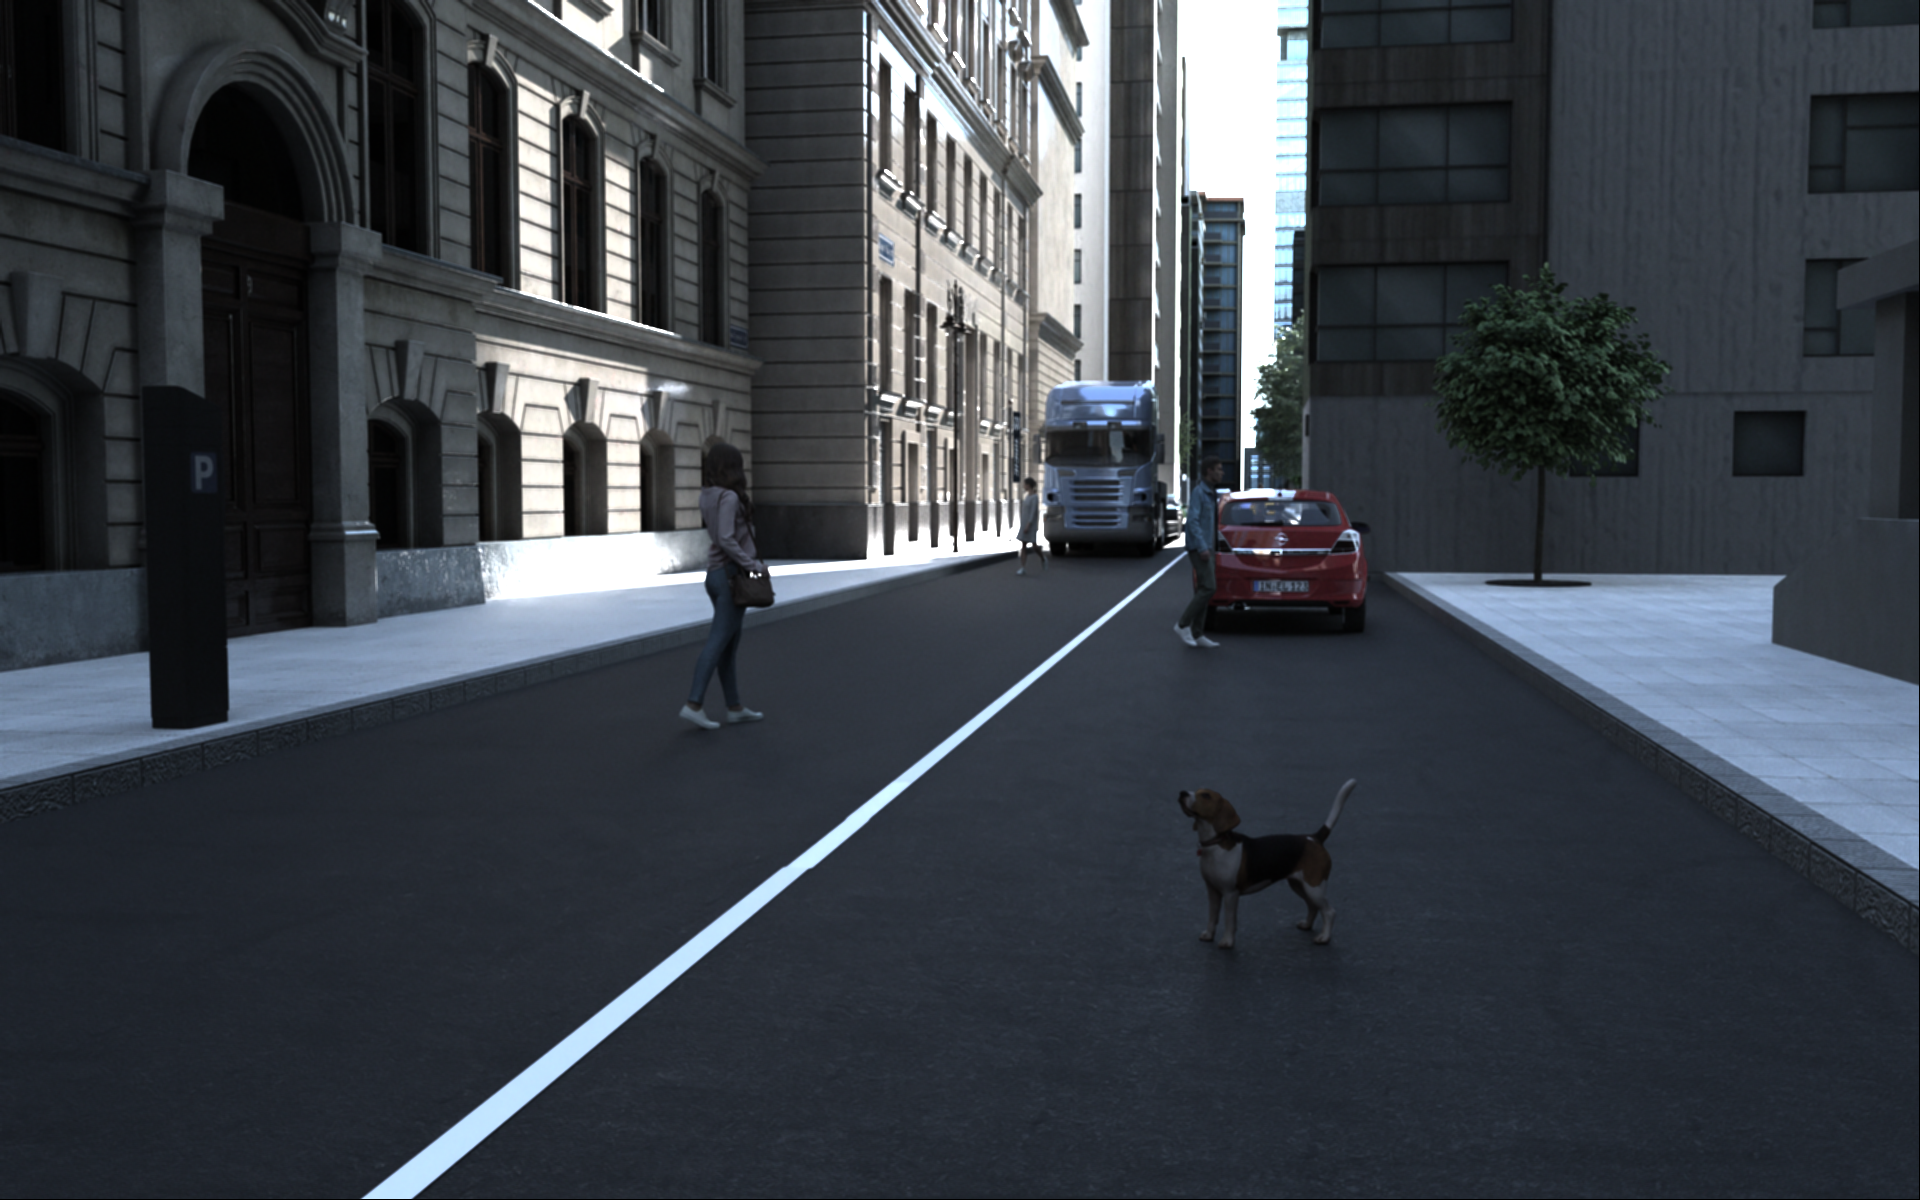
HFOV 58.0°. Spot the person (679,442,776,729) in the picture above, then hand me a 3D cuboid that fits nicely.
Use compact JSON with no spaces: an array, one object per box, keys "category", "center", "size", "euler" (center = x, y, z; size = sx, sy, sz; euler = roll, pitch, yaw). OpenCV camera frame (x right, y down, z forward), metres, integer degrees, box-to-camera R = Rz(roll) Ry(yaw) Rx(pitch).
[{"category":"person","center":[-1.486,-0.100,10.726],"size":[0.643,1.750,0.593],"euler":[-2,4,-29]}]

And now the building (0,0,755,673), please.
[{"category":"building","center":[-11.788,-12.038,15.906],"size":[14.460,24.649,34.723],"euler":[1,4,10]}]

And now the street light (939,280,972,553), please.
[{"category":"street light","center":[-0.093,-3.958,37.505],"size":[0.468,5.910,1.993],"euler":[1,4,10]}]

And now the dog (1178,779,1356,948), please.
[{"category":"dog","center":[0.984,0.841,5.540],"size":[0.406,0.507,0.540],"euler":[2,4,31]}]

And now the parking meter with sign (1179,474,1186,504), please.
[{"category":"parking meter with sign","center":[19.236,-9.639,153.861],"size":[0.543,3.016,1.738],"euler":[-3,5,-44]}]

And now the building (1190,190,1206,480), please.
[{"category":"building","center":[18.116,-31.947,214.220],"size":[23.993,40.220,32.217],"euler":[1,4,10]}]

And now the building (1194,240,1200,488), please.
[{"category":"building","center":[18.922,-25.591,190.106],"size":[14.160,30.474,14.107],"euler":[1,4,10]}]

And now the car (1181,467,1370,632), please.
[{"category":"car","center":[3.569,-0.644,19.564],"size":[2.155,1.783,4.494],"euler":[1,4,9]}]

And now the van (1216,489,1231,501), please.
[{"category":"van","center":[21.331,-8.192,140.953],"size":[2.013,2.044,4.112],"euler":[1,4,10]}]

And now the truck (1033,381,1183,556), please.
[{"category":"truck","center":[4.479,-3.505,47.068],"size":[2.967,4.110,18.799],"euler":[1,4,10]}]

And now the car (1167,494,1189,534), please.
[{"category":"car","center":[7.416,-3.202,64.155],"size":[2.131,1.459,4.920],"euler":[1,4,10]}]

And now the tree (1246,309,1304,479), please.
[{"category":"tree","center":[22.947,-12.633,113.198],"size":[9.857,13.997,8.962],"euler":[0,3,0]}]

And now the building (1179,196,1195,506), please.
[{"category":"building","center":[14.248,-23.881,162.154],"size":[14.160,30.474,14.107],"euler":[1,4,10]}]

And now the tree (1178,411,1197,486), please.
[{"category":"tree","center":[18.264,-12.056,147.478],"size":[4.737,8.622,4.395],"euler":[0,3,0]}]

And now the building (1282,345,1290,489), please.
[{"category":"building","center":[53.575,-22.366,210.721],"size":[27.650,21.520,28.899],"euler":[1,4,10]}]

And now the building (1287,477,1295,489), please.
[{"category":"building","center":[48.690,-29.238,169.918],"size":[32.217,40.220,23.993],"euler":[1,4,10]}]

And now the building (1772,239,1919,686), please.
[{"category":"building","center":[21.699,-19.099,4.153],"size":[32.217,40.220,23.993],"euler":[1,4,10]}]

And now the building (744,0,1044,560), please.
[{"category":"building","center":[-5.291,-15.186,45.559],"size":[12.463,27.353,25.104],"euler":[1,4,10]}]

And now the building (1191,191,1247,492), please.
[{"category":"building","center":[26.206,-36.297,248.074],"size":[28.867,44.769,22.147],"euler":[1,4,10]}]

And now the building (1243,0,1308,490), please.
[{"category":"building","center":[55.821,-56.864,242.397],"size":[31.000,86.520,22.319],"euler":[1,4,10]}]

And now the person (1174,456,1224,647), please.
[{"category":"person","center":[2.237,-0.447,16.158],"size":[0.444,1.785,0.601],"euler":[2,4,29]}]

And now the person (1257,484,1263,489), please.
[{"category":"person","center":[11.106,-3.384,63.932],"size":[0.767,1.812,0.694],"euler":[1,4,13]}]

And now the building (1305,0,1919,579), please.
[{"category":"building","center":[13.816,-15.994,33.197],"size":[14.160,30.474,14.107],"euler":[1,4,10]}]

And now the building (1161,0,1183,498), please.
[{"category":"building","center":[3.697,-24.633,86.350],"size":[14.154,41.232,14.086],"euler":[1,4,10]}]

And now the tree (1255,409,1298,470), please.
[{"category":"tree","center":[30.351,-13.398,153.469],"size":[8.767,10.594,7.601],"euler":[-1,4,-10]}]

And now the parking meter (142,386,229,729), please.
[{"category":"parking meter","center":[-4.279,-0.237,9.589],"size":[0.255,1.863,0.399],"euler":[1,4,12]}]

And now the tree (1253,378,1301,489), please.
[{"category":"tree","center":[28.169,-13.340,143.872],"size":[9.928,11.665,9.643],"euler":[0,3,0]}]

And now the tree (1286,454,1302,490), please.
[{"category":"tree","center":[24.684,-8.458,122.007],"size":[4.285,4.588,4.351],"euler":[0,3,0]}]

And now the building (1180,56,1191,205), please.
[{"category":"building","center":[16.087,-32.147,175.720],"size":[14.600,45.320,14.200],"euler":[1,4,10]}]

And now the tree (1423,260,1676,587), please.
[{"category":"tree","center":[8.202,-2.487,24.379],"size":[4.285,4.588,4.351],"euler":[0,3,0]}]

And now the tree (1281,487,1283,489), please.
[{"category":"tree","center":[43.032,-14.336,228.994],"size":[1.663,3.219,1.824],"euler":[0,3,0]}]

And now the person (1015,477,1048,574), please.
[{"category":"person","center":[1.274,-1.340,31.158],"size":[0.466,1.731,0.760],"euler":[3,4,37]}]

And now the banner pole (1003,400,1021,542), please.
[{"category":"banner pole","center":[1.443,-3.441,46.283],"size":[0.401,3.779,0.863],"euler":[2,4,27]}]

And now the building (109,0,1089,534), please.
[{"category":"building","center":[-12.802,-15.233,68.147],"size":[34.723,24.649,14.460],"euler":[1,4,10]}]
